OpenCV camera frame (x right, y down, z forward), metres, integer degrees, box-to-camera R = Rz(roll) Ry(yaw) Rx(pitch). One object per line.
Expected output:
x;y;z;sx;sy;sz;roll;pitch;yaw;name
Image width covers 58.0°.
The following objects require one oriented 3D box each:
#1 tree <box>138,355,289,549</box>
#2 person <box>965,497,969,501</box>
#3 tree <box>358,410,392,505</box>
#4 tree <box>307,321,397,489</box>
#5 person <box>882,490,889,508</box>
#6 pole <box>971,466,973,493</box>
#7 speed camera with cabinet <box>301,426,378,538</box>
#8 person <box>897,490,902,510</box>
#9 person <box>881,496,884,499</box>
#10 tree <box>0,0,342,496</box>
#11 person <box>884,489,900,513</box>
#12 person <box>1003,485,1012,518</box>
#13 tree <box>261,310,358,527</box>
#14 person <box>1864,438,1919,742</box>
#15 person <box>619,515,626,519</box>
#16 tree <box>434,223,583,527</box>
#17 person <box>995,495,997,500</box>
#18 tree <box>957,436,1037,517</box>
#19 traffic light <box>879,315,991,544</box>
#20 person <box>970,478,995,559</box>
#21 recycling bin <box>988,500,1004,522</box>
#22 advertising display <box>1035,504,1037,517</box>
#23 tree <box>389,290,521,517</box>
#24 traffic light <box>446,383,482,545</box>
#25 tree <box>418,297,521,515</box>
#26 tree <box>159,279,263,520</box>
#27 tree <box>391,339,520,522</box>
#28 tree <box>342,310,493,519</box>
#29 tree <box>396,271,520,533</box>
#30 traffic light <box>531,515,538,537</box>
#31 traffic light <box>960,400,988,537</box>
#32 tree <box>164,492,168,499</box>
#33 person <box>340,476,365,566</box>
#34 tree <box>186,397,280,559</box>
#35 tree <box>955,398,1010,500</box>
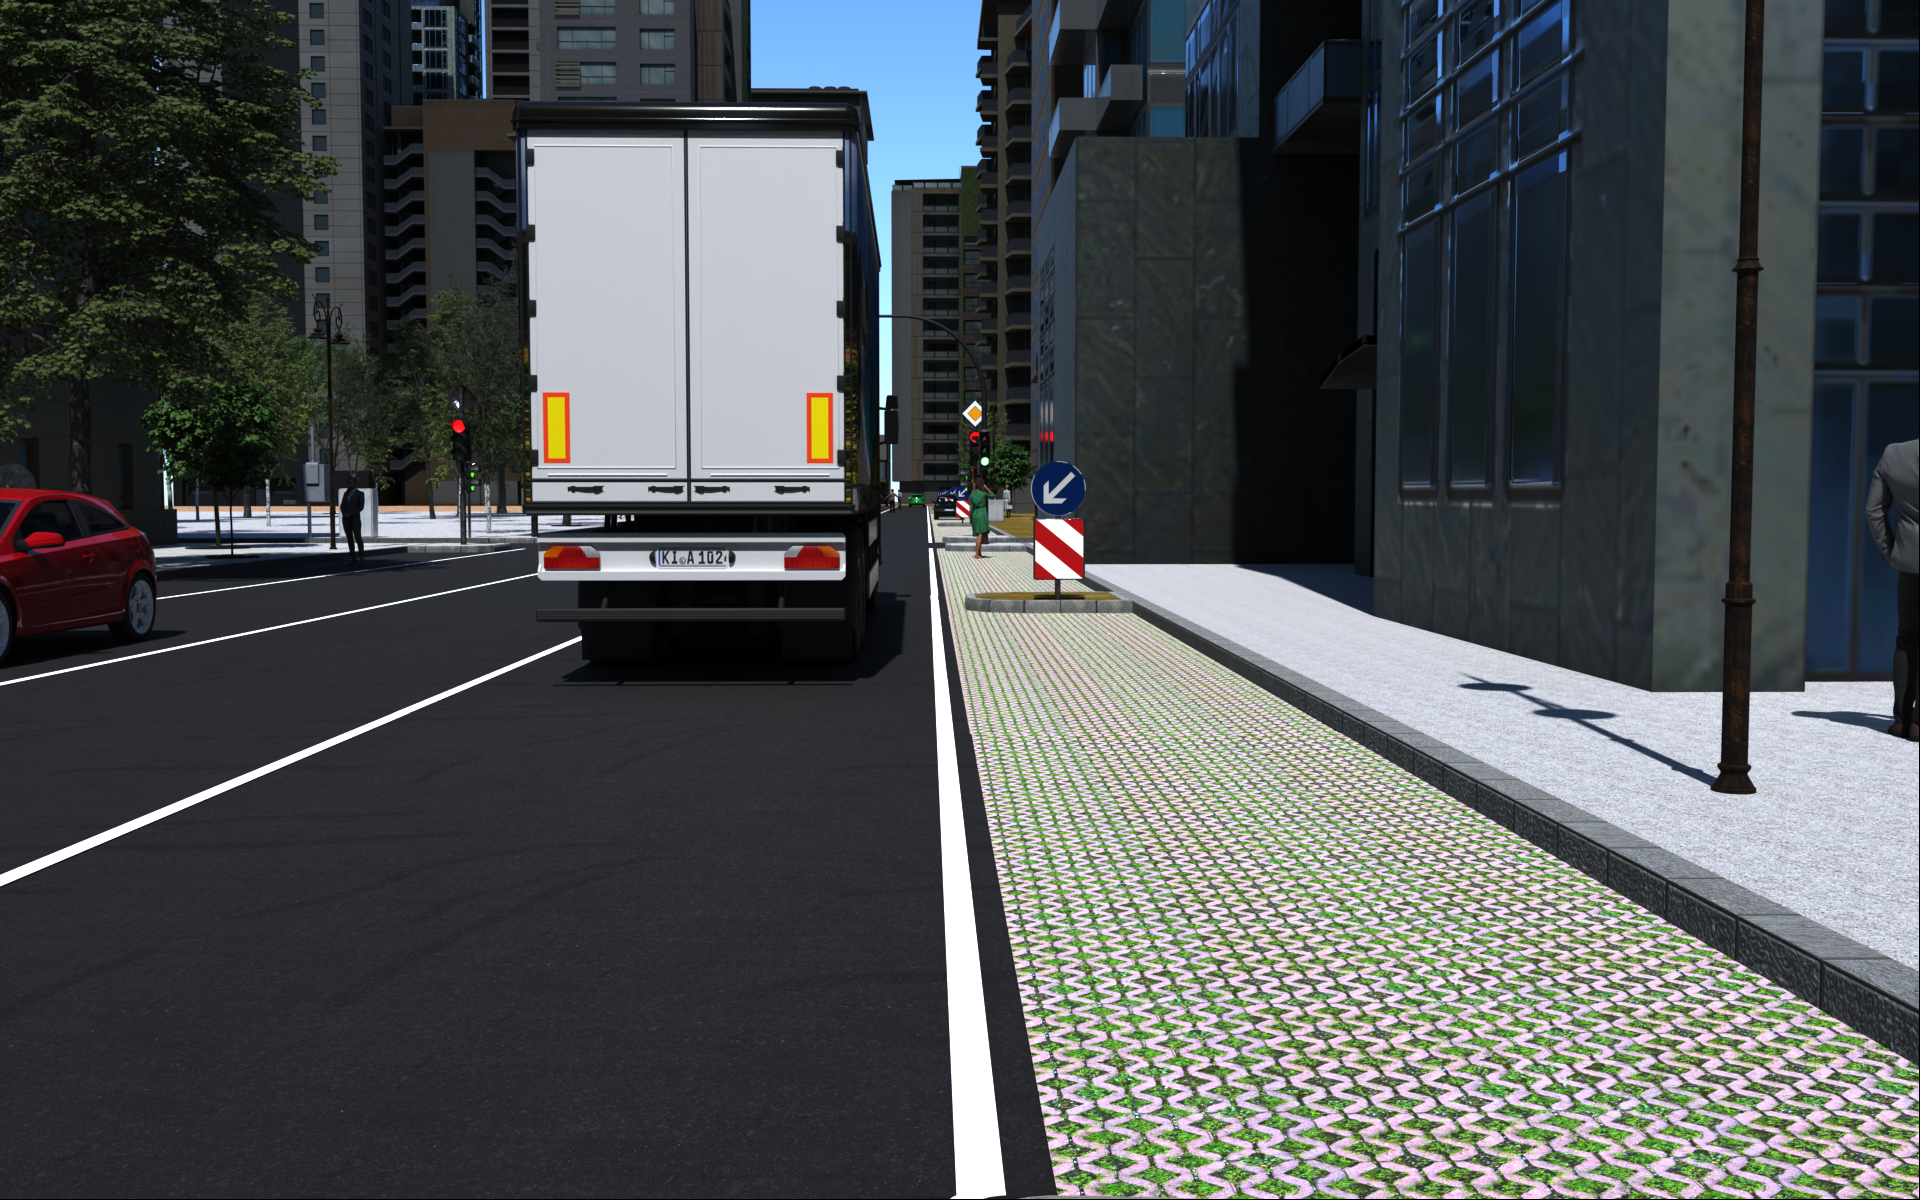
-17.543;-3.492;40.808;4.285;4.588;4.351;0;3;0;tree
0.573;-9.166;155.997;0.705;1.812;1.348;-3;5;-43;person
-41.211;-10.480;121.710;4.737;8.622;4.395;0;3;0;tree
-25.611;-7.520;73.308;4.360;8.622;3.978;0;3;0;tree
-7.689;-10.546;180.554;0.705;1.869;1.348;-2;4;-33;person
0.828;-7.229;112.035;0.158;3.312;0.155;0;3;0;pole
-18.232;-3.459;50.886;2.038;3.252;0.660;0;4;-3;speed camera with cabinet
-5.566;-9.029;155.985;0.599;1.838;0.709;-2;4;-26;person
-9.116;-11.385;195.357;1.217;1.736;0.721;3;4;36;person
-13.893;-6.722;28.025;7.486;12.596;7.792;0;3;0;tree
-5.149;-7.533;131.673;1.348;1.823;0.705;-1;4;-18;person
2.452;-5.245;92.151;0.624;1.780;0.694;-2;4;-35;person
-27.075;-7.207;68.197;4.737;8.622;4.395;0;3;0;tree
5.063;-0.171;9.016;0.473;1.802;0.592;-1;4;-17;person
-16.979;-4.725;87.573;0.640;1.303;0.475;1;4;17;person
-15.513;-9.676;68.577;12.009;13.543;11.850;0;3;0;tree
2.429;-6.636;119.217;0.332;1.250;0.352;-2;4;-35;person
2.892;-7.017;98.435;4.285;4.588;4.351;0;3;0;tree
-1.498;-4.233;43.885;4.771;5.953;1.251;0;4;-1;traffic light
0.426;-1.813;38.396;0.600;1.795;0.529;2;4;29;person
1.634;-4.089;79.401;0.722;1.027;0.722;0;4;-4;recycling bin
2.683;-2.823;51.378;0.974;1.923;0.123;-1;4;-21;advertising display
-28.131;-10.945;97.078;7.486;12.596;7.792;0;3;0;tree
-12.567;-3.356;43.797;0.839;4.253;0.868;0;4;-1;traffic light
-28.849;-12.328;108.213;9.857;13.997;8.962;0;3;0;tree
-25.426;-6.446;55.747;4.737;8.622;4.395;0;3;0;tree
-22.752;-7.853;78.763;4.737;8.622;4.395;0;3;0;tree
-27.331;-9.419;88.411;7.601;10.594;8.767;0;4;4;tree
-15.675;-6.491;56.484;4.360;8.622;3.978;0;3;0;tree
-10.631;-4.721;51.856;4.771;5.953;1.251;0;4;-1;traffic light
0.437;-3.861;52.050;0.839;4.253;0.868;0;4;-1;traffic light
-54.502;-12.109;99.809;13.155;14.587;18.604;-1;4;-9;tree
-12.172;-1.582;34.634;0.520;1.790;0.573;0;4;-3;person
-14.583;-2.449;34.642;1.663;3.219;1.824;0;3;0;tree
2.008;-11.040;130.865;4.737;8.622;4.395;0;3;0;tree
